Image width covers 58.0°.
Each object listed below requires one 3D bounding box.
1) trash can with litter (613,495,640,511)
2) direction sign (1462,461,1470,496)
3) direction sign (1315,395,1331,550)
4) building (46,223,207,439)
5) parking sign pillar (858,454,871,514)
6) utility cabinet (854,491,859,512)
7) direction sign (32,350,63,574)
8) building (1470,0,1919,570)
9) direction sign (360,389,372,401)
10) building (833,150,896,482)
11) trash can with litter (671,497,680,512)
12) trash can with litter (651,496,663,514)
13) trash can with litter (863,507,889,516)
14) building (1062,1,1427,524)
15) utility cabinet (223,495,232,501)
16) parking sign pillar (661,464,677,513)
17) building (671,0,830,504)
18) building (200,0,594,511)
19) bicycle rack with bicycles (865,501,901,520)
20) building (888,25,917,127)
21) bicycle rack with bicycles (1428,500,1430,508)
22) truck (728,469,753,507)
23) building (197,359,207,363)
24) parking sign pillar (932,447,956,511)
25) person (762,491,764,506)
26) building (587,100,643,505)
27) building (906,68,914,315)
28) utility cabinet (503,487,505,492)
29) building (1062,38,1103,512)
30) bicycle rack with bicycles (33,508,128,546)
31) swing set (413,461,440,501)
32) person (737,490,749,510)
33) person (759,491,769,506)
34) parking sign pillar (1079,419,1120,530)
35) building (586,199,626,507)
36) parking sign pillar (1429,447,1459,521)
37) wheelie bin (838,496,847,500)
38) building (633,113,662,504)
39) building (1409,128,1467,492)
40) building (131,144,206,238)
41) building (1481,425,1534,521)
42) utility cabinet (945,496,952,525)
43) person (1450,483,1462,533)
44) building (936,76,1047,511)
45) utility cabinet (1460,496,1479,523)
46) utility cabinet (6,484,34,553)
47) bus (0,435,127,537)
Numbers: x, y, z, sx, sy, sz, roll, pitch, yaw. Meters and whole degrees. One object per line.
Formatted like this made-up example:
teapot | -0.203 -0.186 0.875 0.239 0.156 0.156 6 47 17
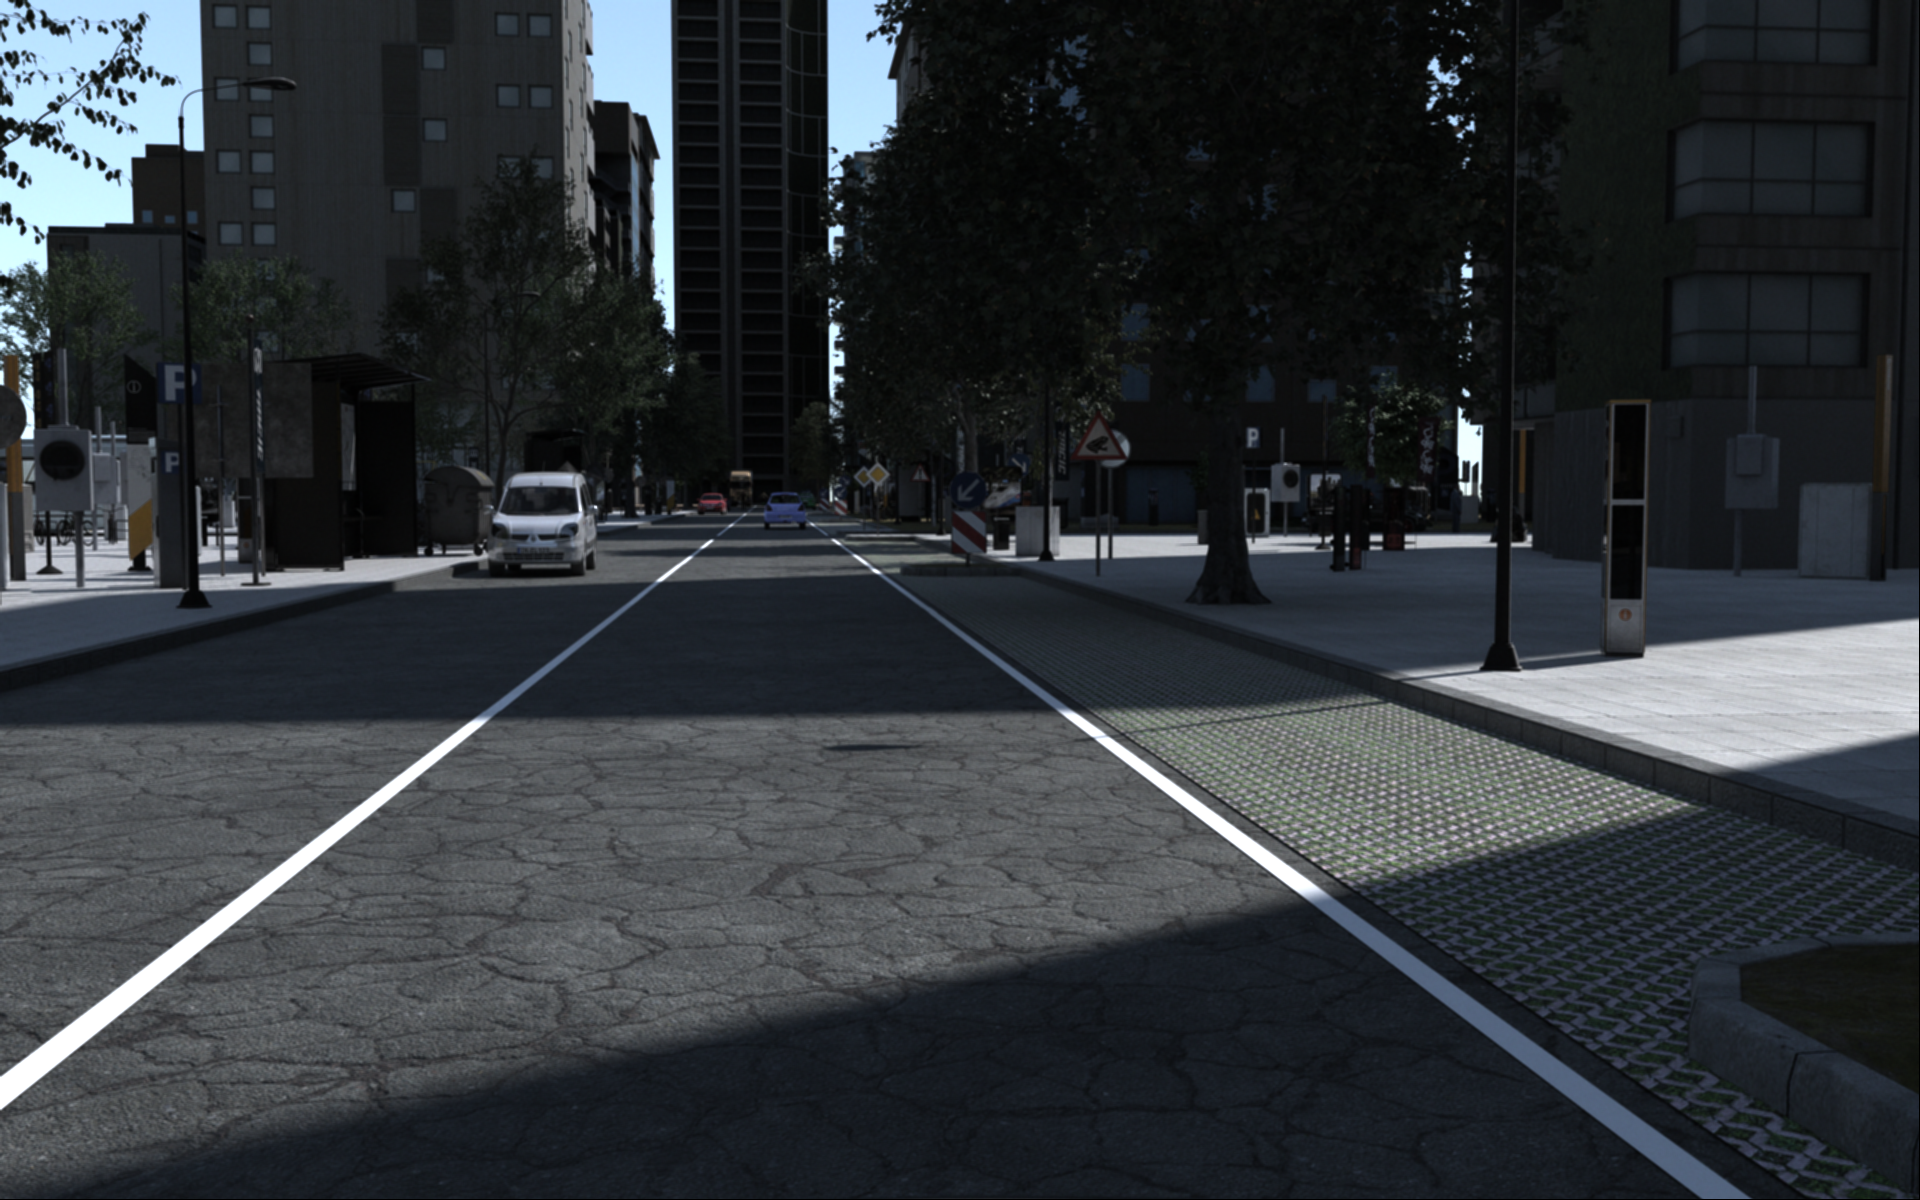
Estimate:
trash can with litter | -25.717 -7.477 133.306 2.233 1.210 1.678 0 4 6
direction sign | 34.193 -7.650 117.072 0.876 3.537 0.379 -3 5 -41
direction sign | 8.387 -2.930 39.899 0.379 3.537 0.876 1 4 17
building | -89.118 -25.508 188.757 14.107 30.474 14.160 0 4 -6
parking sign pillar | -6.013 -7.723 114.741 1.447 3.967 1.447 0 4 3
utility cabinet | -6.896 -6.862 120.867 0.318 1.500 1.173 2 4 34
direction sign | -14.614 -2.183 27.693 0.876 3.537 0.379 3 5 44
building | 18.540 -21.527 35.558 14.154 41.232 14.086 0 4 -6
direction sign | -12.318 -2.678 35.777 0.379 3.537 0.876 -3 5 -43
building | -2.328 -37.978 240.553 30.456 49.044 23.786 0 4 -6
trash can with litter | -20.719 -7.020 126.170 0.624 1.170 1.055 -3 5 -40
trash can with litter | -19.242 -5.964 108.904 1.055 1.170 0.624 1 4 9
trash can with litter | -4.542 -5.511 101.162 2.233 1.210 1.678 0 4 -3
building | 11.937 -26.234 79.032 14.200 45.320 14.600 0 4 -6
utility cabinet | -42.706 -5.465 100.521 1.020 1.237 0.306 0 4 4
parking sign pillar | -20.238 -7.990 119.104 1.447 3.967 1.447 0 4 -4
building | -28.194 -48.794 236.028 20.611 71.187 20.563 0 4 -6
building | -45.314 -34.014 145.367 28.713 52.752 27.495 0 4 -6
bicycle rack with bicycles | -3.245 -4.382 85.033 2.852 0.926 2.925 -1 4 -19
building | 7.308 -36.841 191.587 28.713 52.752 27.495 0 4 -6
bicycle rack with bicycles | 31.122 -6.275 115.971 2.925 0.926 2.852 -1 4 -19
truck | -25.093 -12.815 198.433 2.839 4.237 11.283 0 4 -6
building | -65.460 -53.411 185.939 31.000 86.520 22.319 0 4 -6
parking sign pillar | -0.920 -6.772 99.195 1.447 3.967 1.447 -1 4 -15
person | -24.052 -12.453 212.066 0.705 1.831 1.348 -1 4 -15
building | -43.444 -33.252 193.786 14.200 45.320 14.600 0 4 -6
building | 2.202 -31.807 170.150 14.600 45.320 14.200 0 4 -6
utility cabinet | -13.118 -2.656 52.098 1.173 1.500 0.318 -1 4 -18
building | 3.996 -30.933 155.862 14.600 45.320 14.200 0 4 -6
bicycle rack with bicycles | -22.216 -1.866 43.889 2.852 0.926 2.925 -3 4 -39
swing set | -26.236 -5.191 82.489 3.119 2.851 2.862 0 4 5
person | -19.032 -8.736 151.851 1.217 1.766 0.721 2 4 24
person | -23.376 -12.089 206.171 1.348 1.823 0.705 1 4 22
parking sign pillar | 5.018 -4.509 62.196 1.447 3.967 1.447 -1 4 -16
building | -40.247 -24.221 167.722 14.160 30.474 14.107 0 4 -6
parking sign pillar | 23.399 -5.819 83.609 1.447 3.967 1.447 1 4 13
wheelie bin | -8.453 -7.136 124.582 0.693 1.594 0.980 -1 4 -9
building | -53.359 -39.612 236.898 27.495 52.752 28.713 0 4 -6
building | 43.123 -33.271 198.604 28.867 44.769 22.147 0 4 -6
building | -97.197 -35.173 225.187 14.200 45.320 14.600 0 4 -6
building | 37.475 -28.132 83.661 21.600 48.544 21.300 0 4 -6
utility cabinet | -0.470 -3.673 71.213 0.306 1.237 1.020 0 3 0
person | 16.814 -3.058 58.672 0.419 1.800 0.721 0 4 1
building | 10.975 -49.110 115.619 22.319 86.520 31.000 0 4 -6
utility cabinet | 22.119 -3.946 75.678 1.020 1.237 0.306 0 4 -6
utility cabinet | -20.610 -1.753 37.348 0.318 1.500 1.173 2 4 26
bus | -32.594 -3.653 54.589 13.247 3.499 2.948 0 4 -5
